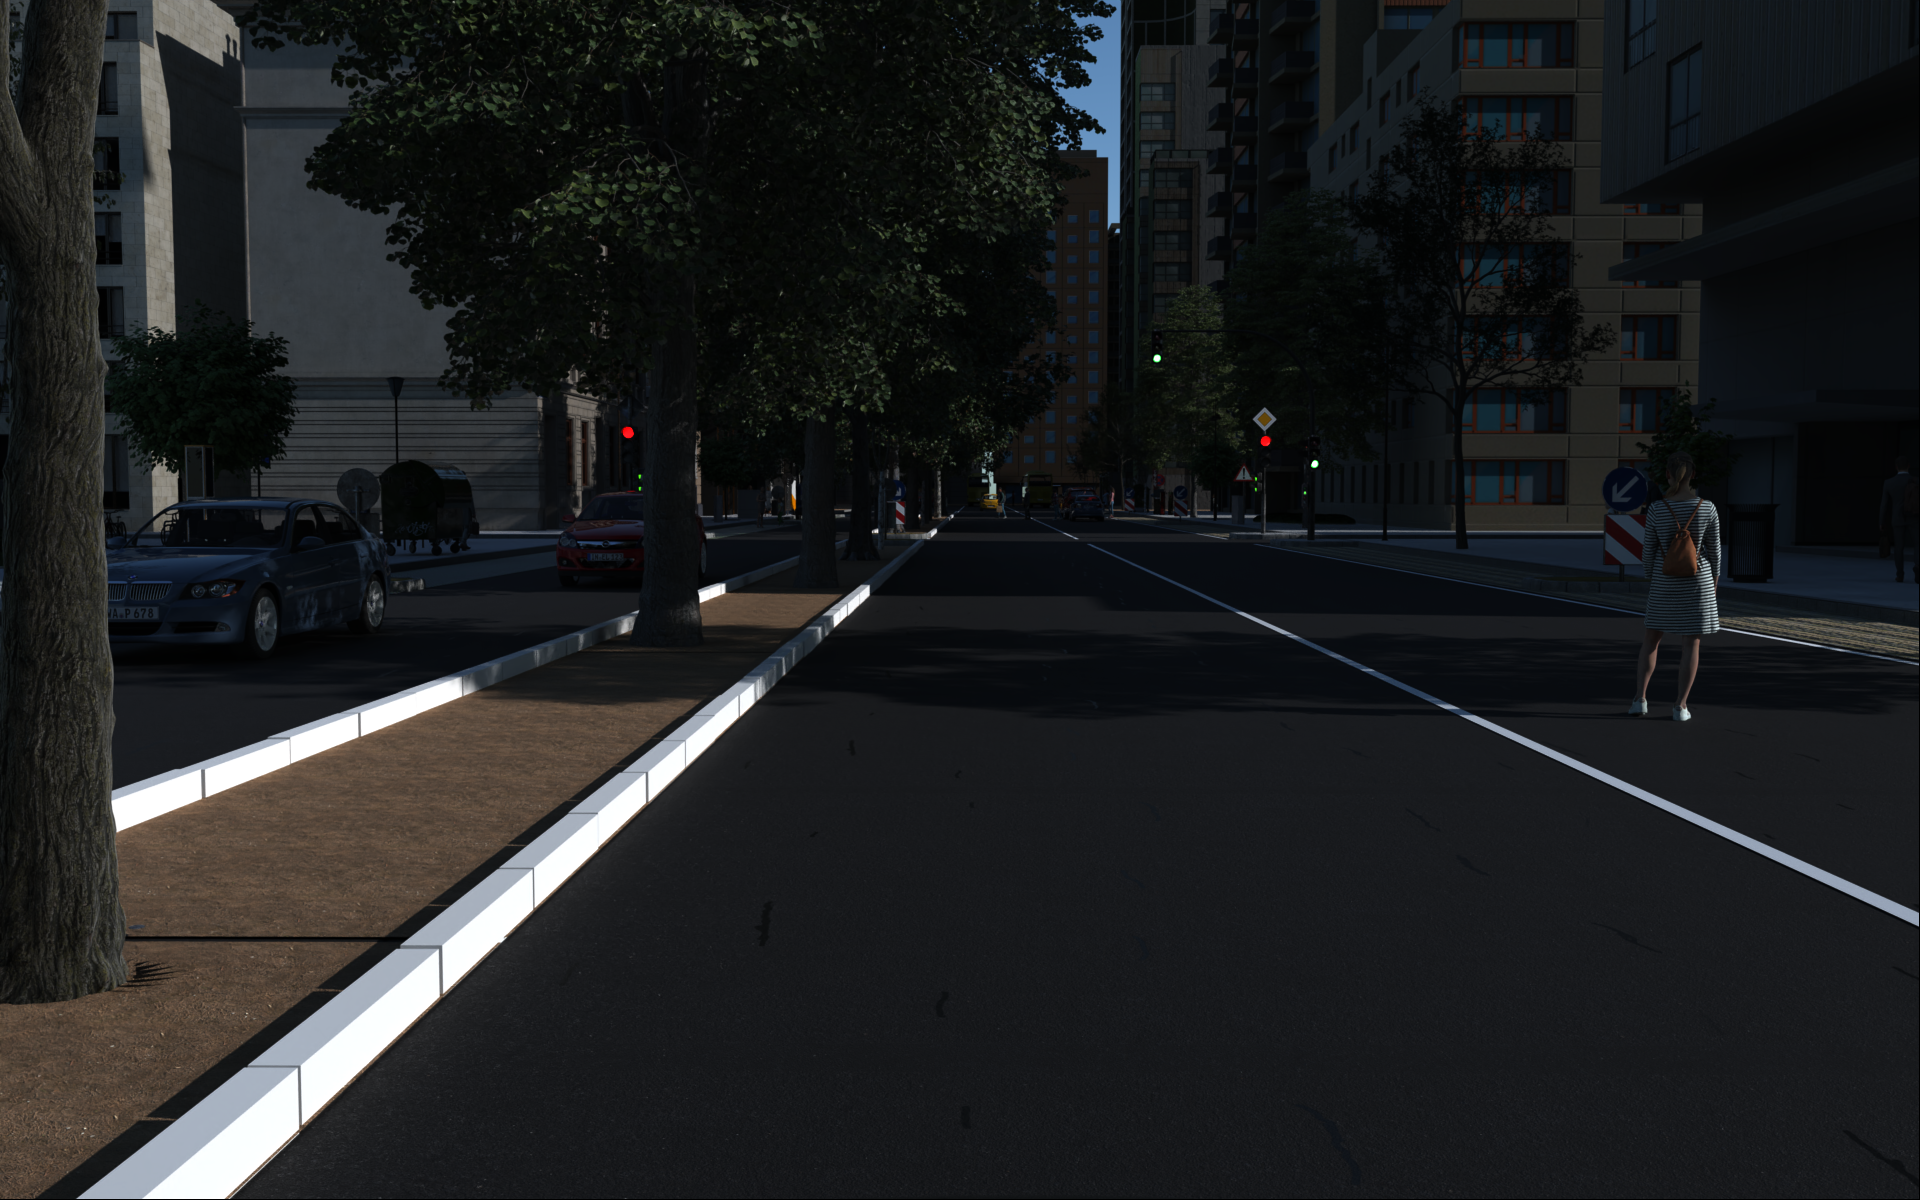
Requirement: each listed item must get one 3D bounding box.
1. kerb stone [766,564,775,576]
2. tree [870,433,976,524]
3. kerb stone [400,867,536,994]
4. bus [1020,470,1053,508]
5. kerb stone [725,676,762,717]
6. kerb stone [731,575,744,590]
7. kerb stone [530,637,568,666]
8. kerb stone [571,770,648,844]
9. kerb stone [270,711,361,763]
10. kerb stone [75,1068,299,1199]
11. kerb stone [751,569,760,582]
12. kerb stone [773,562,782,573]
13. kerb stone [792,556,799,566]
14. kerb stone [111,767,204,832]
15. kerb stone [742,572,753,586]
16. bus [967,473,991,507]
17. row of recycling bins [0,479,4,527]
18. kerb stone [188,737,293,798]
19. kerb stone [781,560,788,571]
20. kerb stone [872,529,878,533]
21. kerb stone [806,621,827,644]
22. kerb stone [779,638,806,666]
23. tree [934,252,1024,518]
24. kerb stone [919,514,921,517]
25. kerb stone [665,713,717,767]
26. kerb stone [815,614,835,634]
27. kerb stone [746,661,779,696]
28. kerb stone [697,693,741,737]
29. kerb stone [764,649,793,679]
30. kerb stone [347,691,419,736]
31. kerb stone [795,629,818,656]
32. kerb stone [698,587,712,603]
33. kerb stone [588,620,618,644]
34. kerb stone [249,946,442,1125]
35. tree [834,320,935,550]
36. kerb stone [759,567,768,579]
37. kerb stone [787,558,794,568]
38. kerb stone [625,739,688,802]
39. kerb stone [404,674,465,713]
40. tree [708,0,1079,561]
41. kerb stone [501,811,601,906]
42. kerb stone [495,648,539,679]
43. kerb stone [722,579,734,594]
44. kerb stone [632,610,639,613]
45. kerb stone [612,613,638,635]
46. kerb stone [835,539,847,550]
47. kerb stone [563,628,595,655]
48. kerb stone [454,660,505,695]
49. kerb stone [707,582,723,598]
[{"bbox_3d":[-3.387,-0.480,30.114,0.120,0.150,1.000,0,4,1],"label":"kerb stone"},{"bbox_3d":[-1.788,-9.947,83.225,7.486,12.596,7.792,0,3,0],"label":"tree"},{"bbox_3d":[-1.526,1.026,5.426,0.120,0.150,1.000,0,4,1],"label":"kerb stone"},{"bbox_3d":[7.974,-11.538,180.186,2.896,3.916,12.252,0,4,-1],"label":"bus"},{"bbox_3d":[-1.463,0.654,11.572,0.120,0.150,1.000,0,4,1],"label":"kerb stone"},{"bbox_3d":[-3.416,-0.234,26.017,0.120,0.150,1.000,0,4,1],"label":"kerb stone"},{"bbox_3d":[-3.535,0.457,14.746,0.120,0.150,1.000,0,4,1],"label":"kerb stone"},{"bbox_3d":[-1.512,0.900,7.475,0.120,0.150,1.000,0,4,1],"label":"kerb stone"},{"bbox_3d":[-3.586,0.768,9.635,0.120,0.150,1.000,0,4,1],"label":"kerb stone"},{"bbox_3d":[-1.546,1.151,3.378,0.120,0.150,1.000,0,4,1],"label":"kerb stone"},{"bbox_3d":[-3.399,-0.359,28.062,0.120,0.150,1.000,0,4,1],"label":"kerb stone"},{"bbox_3d":[-3.364,-0.547,31.139,0.120,0.150,1.000,0,4,1],"label":"kerb stone"},{"bbox_3d":[-3.329,-0.735,34.213,0.120,0.150,1.000,0,4,1],"label":"kerb stone"},{"bbox_3d":[-3.604,0.894,7.581,0.120,0.150,1.000,0,4,1],"label":"kerb stone"},{"bbox_3d":[-3.404,-0.296,27.040,0.120,0.150,1.000,0,4,1],"label":"kerb stone"},{"bbox_3d":[2.165,-12.874,202.028,2.896,3.916,12.252,0,4,1],"label":"bus"},{"bbox_3d":[-28.424,-2.561,48.981,3.534,1.692,1.069,0,4,6],"label":"row of recycling bins"},{"bbox_3d":[-3.590,0.838,8.614,0.120,0.150,1.000,0,4,1],"label":"kerb stone"},{"bbox_3d":[-3.349,-0.610,32.161,0.120,0.150,1.000,0,4,1],"label":"kerb stone"},{"bbox_3d":[-3.029,-2.522,63.434,0.120,0.150,1.000,0,4,1],"label":"kerb stone"},{"bbox_3d":[-1.412,0.339,16.697,0.120,0.150,1.000,0,4,1],"label":"kerb stone"},{"bbox_3d":[-1.438,0.461,14.653,0.120,0.150,1.000,0,4,1],"label":"kerb stone"},{"bbox_3d":[-2.554,-15.025,104.007,12.611,20.169,13.585,0,3,0],"label":"tree"},{"bbox_3d":[-2.495,-5.719,115.713,0.120,0.150,1.000,0,4,1],"label":"kerb stone"},{"bbox_3d":[-1.483,0.775,9.521,0.120,0.150,1.000,0,4,1],"label":"kerb stone"},{"bbox_3d":[-1.406,0.274,17.725,0.120,0.150,1.000,0,4,1],"label":"kerb stone"},{"bbox_3d":[-1.451,0.586,12.607,0.120,0.150,1.000,0,4,1],"label":"kerb stone"},{"bbox_3d":[-1.478,0.712,10.549,0.120,0.150,1.000,0,4,1],"label":"kerb stone"},{"bbox_3d":[-1.444,0.524,13.631,0.120,0.150,1.000,0,4,1],"label":"kerb stone"},{"bbox_3d":[-3.569,0.706,10.659,0.120,0.150,1.000,0,4,1],"label":"kerb stone"},{"bbox_3d":[-1.417,0.399,15.675,0.120,0.150,1.000,0,4,1],"label":"kerb stone"},{"bbox_3d":[-3.453,-0.043,22.946,0.120,0.150,1.000,0,4,1],"label":"kerb stone"},{"bbox_3d":[-3.510,0.330,16.803,0.120,0.150,1.000,0,4,1],"label":"kerb stone"},{"bbox_3d":[-1.538,1.091,4.400,0.120,0.150,1.000,0,4,1],"label":"kerb stone"},{"bbox_3d":[-2.044,-5.607,44.494,4.360,8.622,3.978,0,3,0],"label":"tree"},{"bbox_3d":[-3.386,-0.418,29.084,0.120,0.150,1.000,0,4,1],"label":"kerb stone"},{"bbox_3d":[-3.343,-0.669,33.183,0.120,0.150,1.000,0,4,1],"label":"kerb stone"},{"bbox_3d":[-1.494,0.838,8.499,0.120,0.150,1.000,0,4,1],"label":"kerb stone"},{"bbox_3d":[-3.566,0.643,11.680,0.120,0.150,1.000,0,4,1],"label":"kerb stone"},{"bbox_3d":[-2.144,-7.199,37.165,9.611,12.733,9.660,0,3,0],"label":"tree"},{"bbox_3d":[-1.517,0.963,6.448,0.120,0.150,1.000,0,4,1],"label":"kerb stone"},{"bbox_3d":[-3.547,0.519,13.724,0.120,0.150,1.000,0,4,1],"label":"kerb stone"},{"bbox_3d":[-3.431,-0.169,24.995,0.120,0.150,1.000,0,4,1],"label":"kerb stone"},{"bbox_3d":[-3.487,0.204,18.856,0.120,0.150,1.000,0,4,1],"label":"kerb stone"},{"bbox_3d":[-3.498,0.268,17.827,0.120,0.150,1.000,0,4,1],"label":"kerb stone"},{"bbox_3d":[-3.201,-1.487,46.501,0.120,0.150,1.000,0,4,1],"label":"kerb stone"},{"bbox_3d":[-3.520,0.395,15.774,0.120,0.150,1.000,0,4,1],"label":"kerb stone"},{"bbox_3d":[-3.554,0.581,12.702,0.120,0.150,1.000,0,4,1],"label":"kerb stone"},{"bbox_3d":[-3.444,-0.108,23.968,0.120,0.150,1.000,0,4,1],"label":"kerb stone"}]
